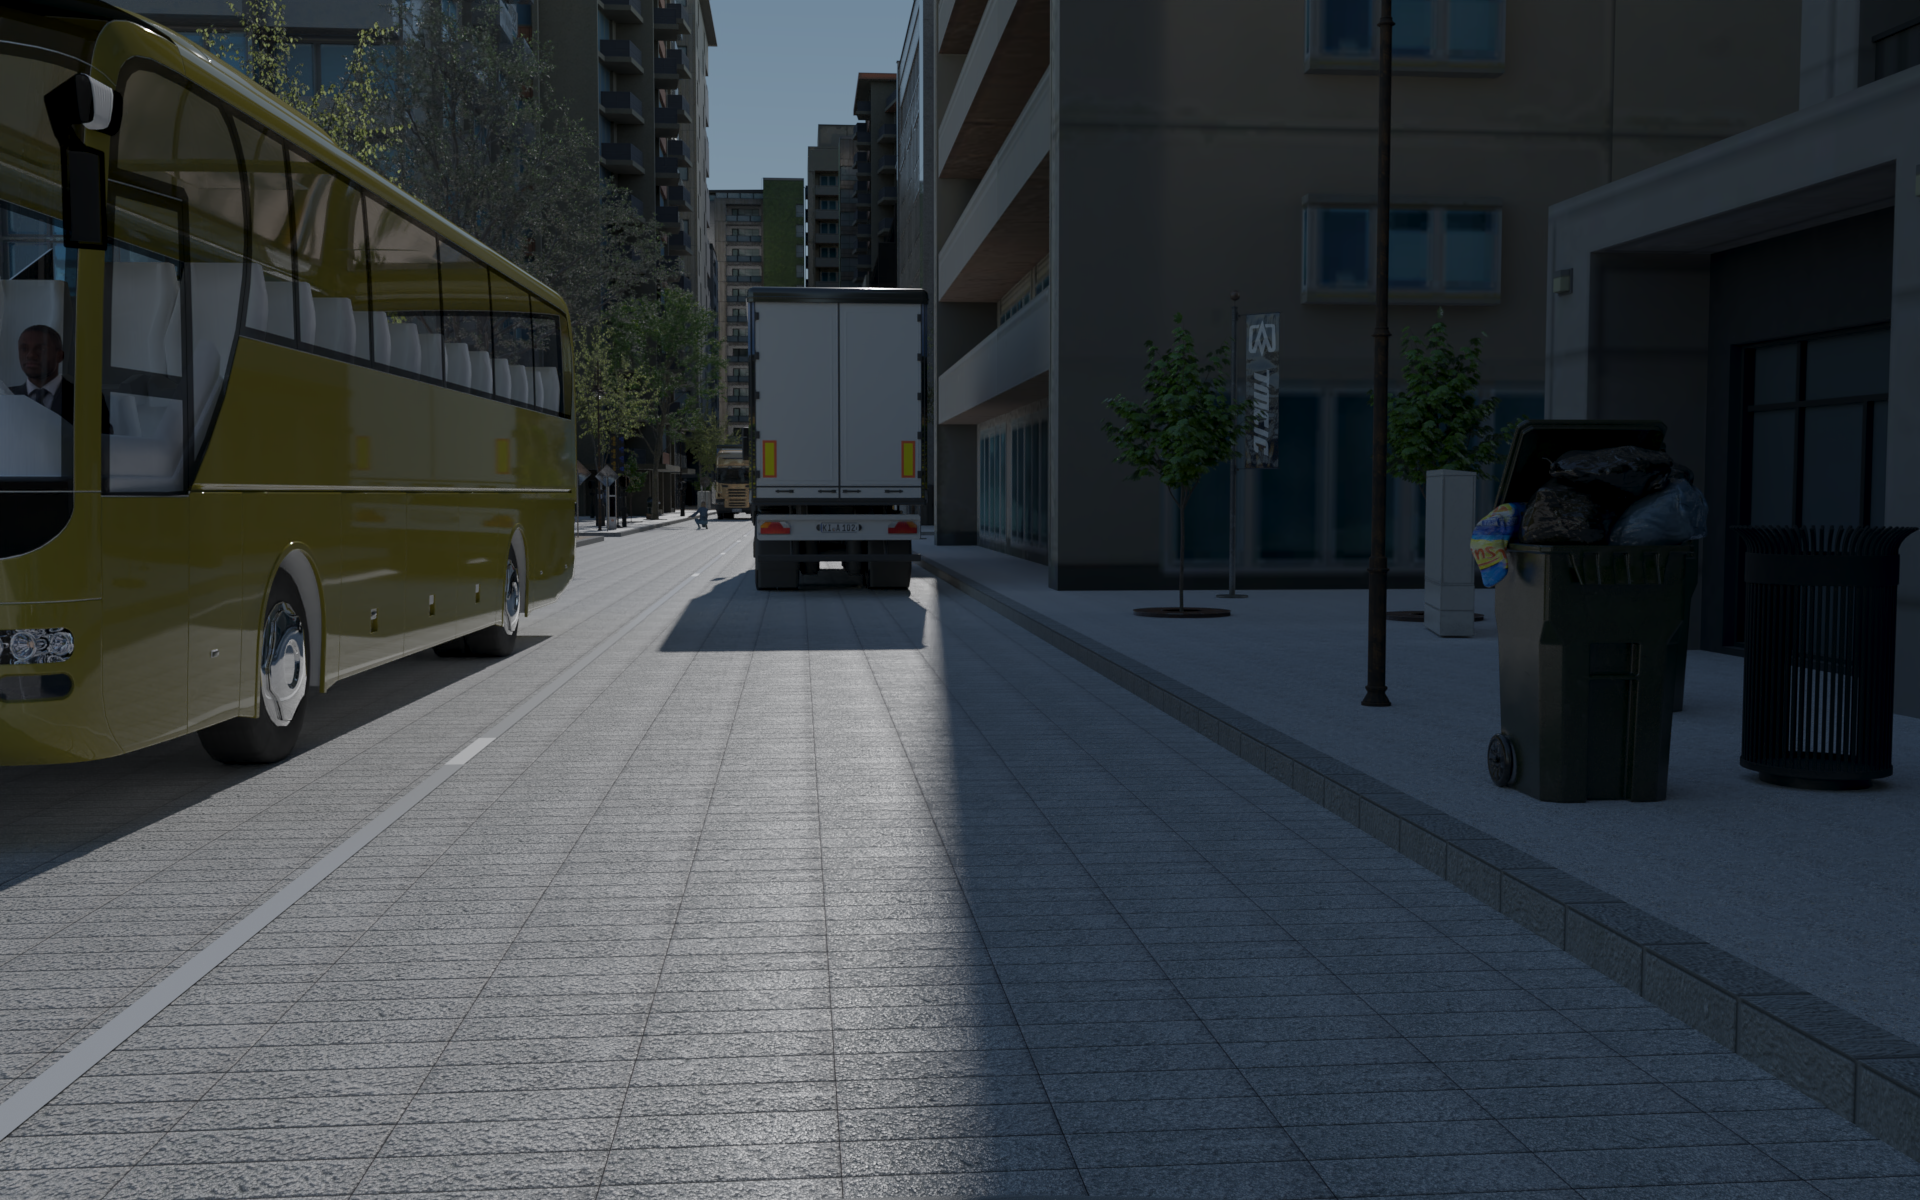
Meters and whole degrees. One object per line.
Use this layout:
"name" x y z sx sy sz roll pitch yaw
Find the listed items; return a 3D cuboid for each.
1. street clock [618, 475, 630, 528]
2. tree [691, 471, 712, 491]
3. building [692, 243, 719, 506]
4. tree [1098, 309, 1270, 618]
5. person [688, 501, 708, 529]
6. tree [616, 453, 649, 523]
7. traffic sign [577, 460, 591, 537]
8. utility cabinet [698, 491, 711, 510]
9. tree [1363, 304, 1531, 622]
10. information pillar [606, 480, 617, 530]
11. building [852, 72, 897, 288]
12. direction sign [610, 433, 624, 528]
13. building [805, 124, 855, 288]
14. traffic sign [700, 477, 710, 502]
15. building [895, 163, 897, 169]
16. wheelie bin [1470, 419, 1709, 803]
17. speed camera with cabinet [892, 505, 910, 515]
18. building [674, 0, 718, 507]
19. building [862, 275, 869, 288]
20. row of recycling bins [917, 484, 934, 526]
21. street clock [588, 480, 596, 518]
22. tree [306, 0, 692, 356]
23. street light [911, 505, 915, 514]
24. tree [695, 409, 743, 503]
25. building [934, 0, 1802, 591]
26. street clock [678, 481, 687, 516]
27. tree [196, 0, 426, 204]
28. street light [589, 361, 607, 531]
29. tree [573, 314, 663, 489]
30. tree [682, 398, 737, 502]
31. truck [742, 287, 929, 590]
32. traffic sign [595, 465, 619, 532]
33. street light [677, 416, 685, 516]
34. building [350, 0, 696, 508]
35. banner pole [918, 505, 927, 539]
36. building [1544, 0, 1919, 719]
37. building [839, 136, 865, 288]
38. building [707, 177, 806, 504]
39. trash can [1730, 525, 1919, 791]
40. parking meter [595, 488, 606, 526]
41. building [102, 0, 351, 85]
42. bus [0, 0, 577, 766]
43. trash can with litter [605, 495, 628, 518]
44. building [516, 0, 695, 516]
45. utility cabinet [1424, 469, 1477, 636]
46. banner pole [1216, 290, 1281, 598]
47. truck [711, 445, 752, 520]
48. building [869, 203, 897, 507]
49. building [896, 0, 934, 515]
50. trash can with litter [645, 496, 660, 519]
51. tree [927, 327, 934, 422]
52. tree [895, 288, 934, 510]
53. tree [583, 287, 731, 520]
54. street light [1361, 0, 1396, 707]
"street clock" -12.871 -3.779 66.362 0.471 2.002 0.358 0 4 -8
"tree" -20.351 -8.771 138.003 1.663 3.219 1.824 0 3 0
"building" -34.923 -26.179 199.734 14.107 30.474 14.160 0 4 -5
"tree" 2.229 -1.452 18.349 1.663 3.219 1.824 0 3 0
"person" -10.617 -3.459 70.558 1.012 1.151 0.738 -2 4 -29
"tree" -14.722 -5.099 77.976 1.663 3.219 1.824 0 3 0
"traffic sign" -11.316 -2.912 51.259 0.795 2.450 0.064 0 4 -5
"utility cabinet" -19.819 -7.671 134.100 1.173 1.500 0.318 3 5 39
"tree" 4.980 -1.412 17.694 1.663 3.219 1.824 0 3 0
"information pillar" -12.535 -3.533 62.258 0.304 2.012 0.304 -2 4 -26
"building" 0.091 -32.136 180.055 22.147 44.769 28.867 0 4 -5
"direction sign" -12.830 -4.457 64.874 0.379 3.537 0.876 1 4 23
"building" -9.686 -37.134 230.840 21.600 48.544 21.300 0 4 -5
"traffic sign" -18.470 -7.669 125.500 0.768 2.556 0.104 0 4 2
"building" 3.501 -19.593 107.729 14.401 28.519 23.554 0 4 -5
"wheelie bin" 2.707 0.032 7.388 0.980 1.594 0.693 0 4 -4
"speed camera with cabinet" -2.782 -5.359 81.953 0.660 3.252 2.038 -1 4 -14
"building" -39.492 -35.902 176.230 28.713 52.752 27.495 0 4 -5
"building" 5.016 -18.788 152.228 27.650 21.520 28.899 0 4 -5
"row of recycling bins" -1.267 -3.971 72.037 1.069 1.692 3.534 0 4 0
"street clock" -19.436 -5.318 91.511 0.358 2.002 0.471 -2 4 -32
"tree" -11.683 -8.009 41.312 12.009 13.543 11.850 0 3 0
"street light" -1.386 -4.791 51.120 0.468 5.910 1.993 0 4 -5
"tree" -20.984 -12.250 150.644 4.360 8.622 3.978 0 3 0
"building" 10.925 -25.025 32.861 21.300 48.544 21.600 0 4 -5
"street clock" -15.888 -5.790 99.240 0.471 2.002 0.358 2 4 28
"tree" -9.409 -4.564 24.991 4.360 8.622 3.978 0 3 0
"street light" -12.594 -5.359 60.399 0.468 5.910 1.993 0 4 -5
"tree" -14.544 -7.352 70.560 4.360 8.622 3.978 0 3 0
"tree" -19.251 -11.014 130.441 4.737 8.622 4.395 0 3 0
"truck" -2.285 -2.460 29.134 2.839 4.237 11.283 0 4 -7
"traffic sign" -12.057 -3.399 59.210 0.795 2.450 0.064 0 4 -5
"street light" -16.298 -7.846 101.068 0.468 5.910 1.993 0 4 -5
"building" -35.164 -32.261 147.075 23.786 49.044 30.456 0 4 -5
"banner pole" -1.125 -3.602 48.917 0.401 3.779 0.863 0 4 -5
"building" 16.114 -34.570 3.475 20.563 71.187 20.611 0 4 -5
"building" -7.032 -31.668 201.372 14.154 41.232 14.086 0 4 -5
"building" -27.126 -33.170 225.916 14.086 41.232 14.154 0 4 -5
"trash can" 3.805 0.243 7.677 0.748 1.137 0.748 0 3 0
"parking meter" -14.317 -3.701 68.929 0.372 1.533 0.369 0 3 0
"building" -30.511 -27.732 73.025 23.786 49.044 30.456 0 4 -5
"bus" -4.983 -1.272 12.346 2.896 3.916 12.252 0 4 -3
"trash can with litter" -19.071 -5.123 94.813 2.233 1.210 1.678 0 4 -3
"building" -28.781 -27.917 111.069 22.147 44.769 28.867 0 4 -5
"utility cabinet" 4.512 -0.443 15.928 0.318 1.500 1.173 1 4 8
"banner pole" 3.553 -1.909 21.224 0.863 3.779 0.401 3 5 40
"truck" -12.730 -6.820 100.416 2.839 4.237 11.283 0 4 -5
"building" -0.231 -18.240 127.898 12.332 23.373 15.834 0 4 -5
"building" 3.454 -16.386 85.937 12.078 24.808 19.932 0 4 -5
"trash can with litter" -15.530 -4.653 87.461 0.624 1.170 1.055 0 4 1
"tree" -2.521 -7.251 68.924 4.737 8.622 4.395 0 3 0
"tree" -2.273 -6.868 62.649 4.360 8.622 3.978 0 3 0
"tree" -14.928 -9.765 85.412 9.928 11.665 9.643 0 3 0
"street light" 2.529 -2.297 10.345 0.468 5.910 1.993 0 4 -5
